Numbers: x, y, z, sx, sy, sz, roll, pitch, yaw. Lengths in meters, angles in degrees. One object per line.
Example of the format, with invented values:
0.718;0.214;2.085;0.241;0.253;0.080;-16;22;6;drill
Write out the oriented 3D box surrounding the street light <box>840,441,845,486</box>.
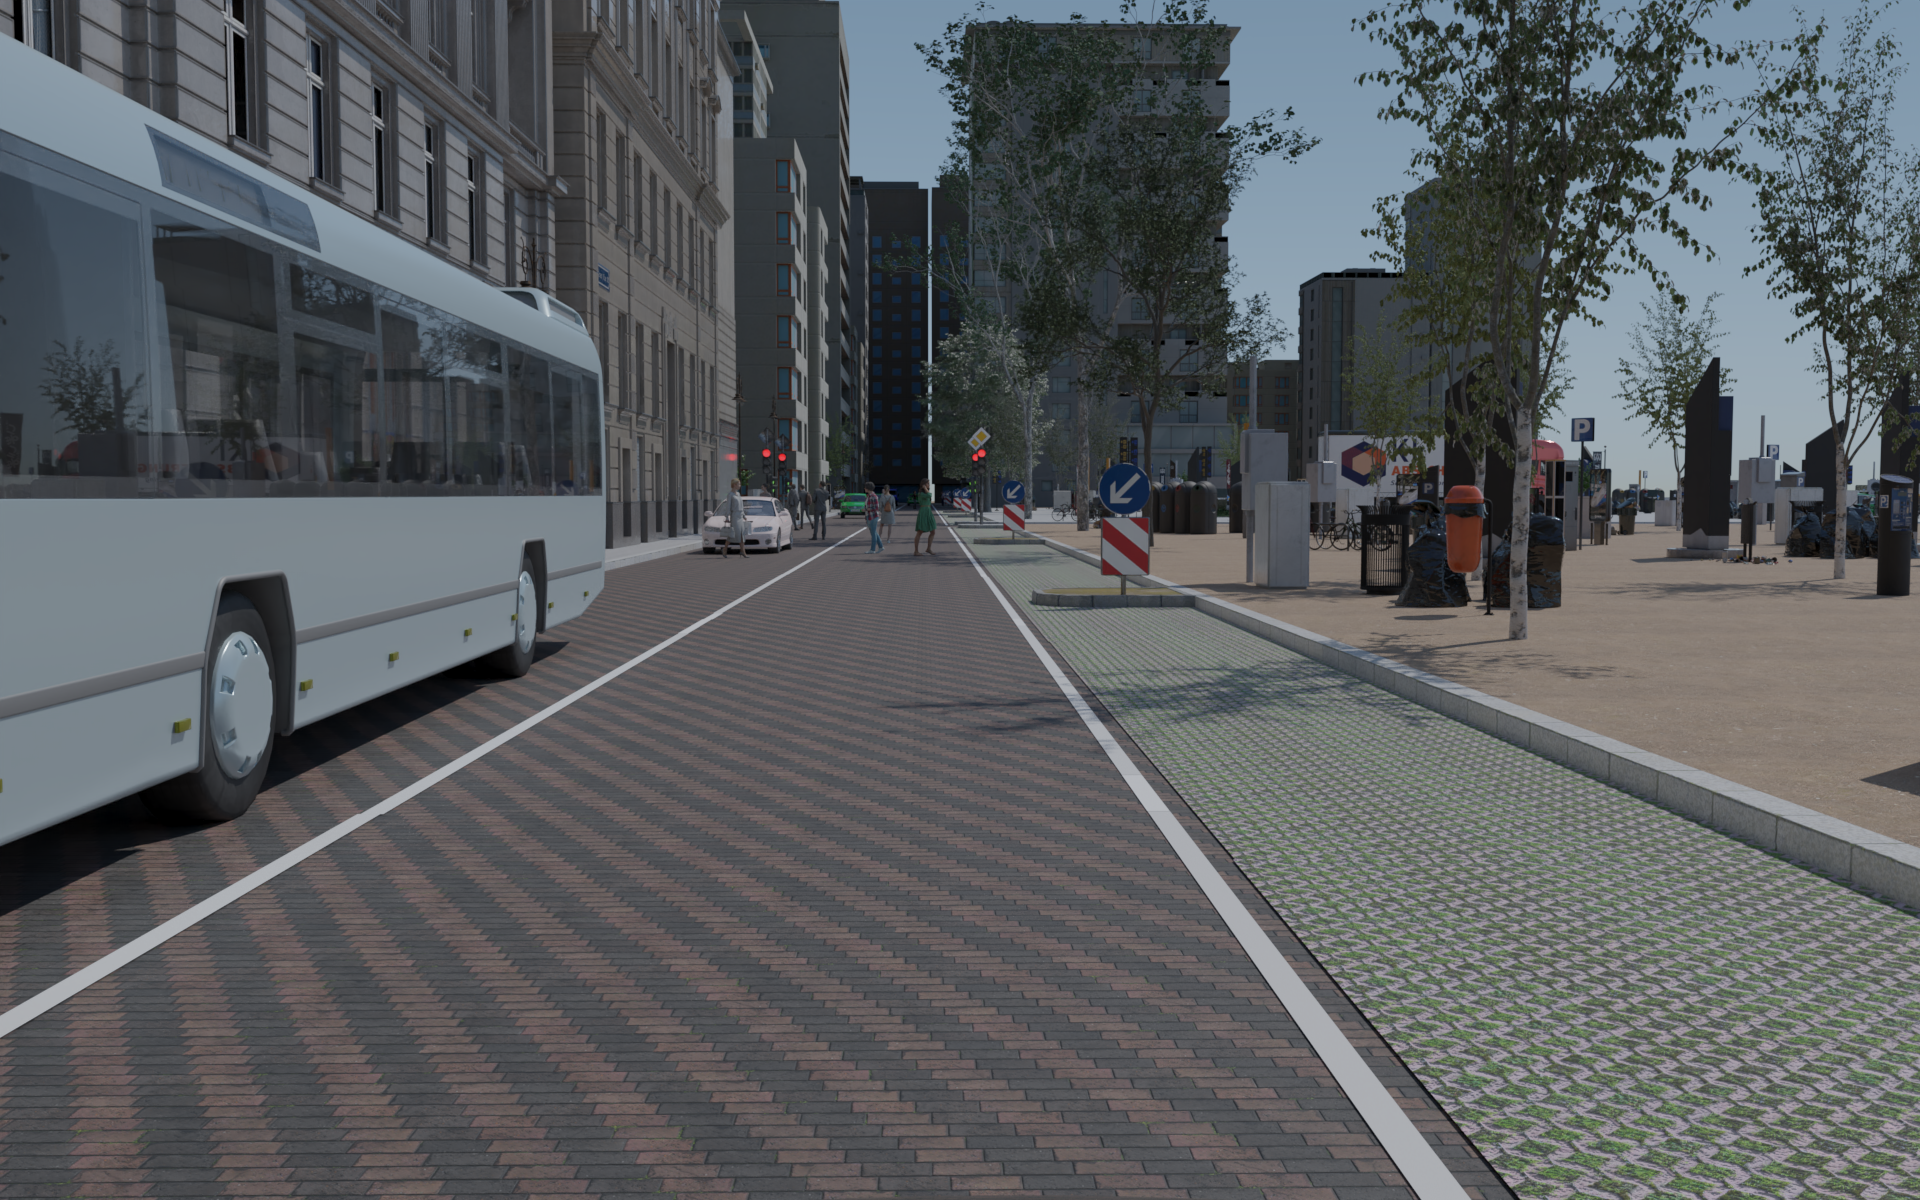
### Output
-10.035;-10.763;148.762;0.468;5.910;1.993;0;4;-1;street light

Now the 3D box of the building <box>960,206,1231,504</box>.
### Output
16.248;-32.243;219.055;32.217;40.220;23.993;0;4;-1;building

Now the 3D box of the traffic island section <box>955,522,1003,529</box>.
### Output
0.919;-3.080;72.637;2.009;0.180;2.903;0;4;-1;traffic island section

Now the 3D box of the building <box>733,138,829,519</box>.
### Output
-22.142;-15.504;98.537;27.650;21.520;28.899;0;4;-1;building

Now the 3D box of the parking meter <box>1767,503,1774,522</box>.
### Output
37.901;-4.604;80.981;0.255;1.863;0.399;3;5;40;parking meter

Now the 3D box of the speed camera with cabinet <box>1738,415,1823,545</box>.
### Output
20.762;-3.026;43.806;2.038;3.252;0.660;-1;4;-11;speed camera with cabinet

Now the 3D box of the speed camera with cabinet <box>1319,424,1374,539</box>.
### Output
10.888;-3.379;49.581;2.038;3.252;0.660;-2;4;-27;speed camera with cabinet

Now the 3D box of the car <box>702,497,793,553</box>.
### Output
-5.266;-1.893;43.307;2.083;1.381;4.827;0;4;1;car

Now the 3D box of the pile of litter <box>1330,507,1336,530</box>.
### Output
13.143;-2.838;60.367;1.719;0.858;1.176;2;4;28;pile of litter

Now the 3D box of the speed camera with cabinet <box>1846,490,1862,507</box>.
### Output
37.028;-4.852;73.659;2.038;3.252;0.660;0;4;1;speed camera with cabinet

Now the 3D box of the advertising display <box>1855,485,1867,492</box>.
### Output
63.455;-7.132;121.819;0.974;1.923;0.123;0;4;-2;advertising display

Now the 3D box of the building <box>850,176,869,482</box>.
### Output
-18.868;-33.052;224.000;14.086;41.232;14.154;0;4;-1;building

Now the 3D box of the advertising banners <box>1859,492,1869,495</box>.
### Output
49.778;-5.971;93.812;2.074;3.025;0.090;1;4;18;advertising banners

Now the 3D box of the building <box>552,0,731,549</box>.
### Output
-13.935;-15.401;49.067;12.463;27.353;25.104;0;4;-1;building

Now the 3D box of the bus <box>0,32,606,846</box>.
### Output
-4.489;-0.945;10.318;2.948;3.499;13.247;0;4;-2;bus

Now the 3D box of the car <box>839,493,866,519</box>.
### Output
-6.211;-5.757;102.921;1.959;1.807;4.718;0;4;-3;car

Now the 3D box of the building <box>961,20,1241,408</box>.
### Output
14.700;-36.924;192.939;28.713;52.752;27.495;0;4;-1;building

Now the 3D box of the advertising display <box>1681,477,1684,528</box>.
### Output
27.631;-3.671;65.231;0.974;1.923;0.123;1;4;21;advertising display

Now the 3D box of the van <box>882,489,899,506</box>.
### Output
-8.279;-12.255;204.755;2.240;2.365;5.245;0;4;-1;van

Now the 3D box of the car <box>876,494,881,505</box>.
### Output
-7.694;-9.365;161.919;1.959;1.807;4.718;0;4;-1;car

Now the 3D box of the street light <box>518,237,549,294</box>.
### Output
-7.676;-3.583;31.364;0.468;5.910;1.993;0;4;-1;street light

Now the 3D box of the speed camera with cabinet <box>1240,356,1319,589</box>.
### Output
4.404;-1.828;24.217;0.660;3.252;2.038;0;4;-1;speed camera with cabinet

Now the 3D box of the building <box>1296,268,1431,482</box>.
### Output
52.306;-27.769;225.725;14.107;30.474;14.160;0;4;-1;building

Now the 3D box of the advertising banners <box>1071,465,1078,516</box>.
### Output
6.762;-6.408;100.966;0.090;3.025;2.074;1;4;12;advertising banners

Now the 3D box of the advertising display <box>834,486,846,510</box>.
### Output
-9.859;-8.362;141.940;0.974;1.923;0.123;0;4;3;advertising display

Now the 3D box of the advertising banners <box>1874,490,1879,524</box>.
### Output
32.538;-3.964;61.003;0.090;3.025;2.074;1;4;13;advertising banners

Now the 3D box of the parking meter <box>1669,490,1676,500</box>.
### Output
44.113;-6.043;107.222;0.372;1.533;0.369;0;3;0;parking meter

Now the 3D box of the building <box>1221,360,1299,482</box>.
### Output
52.123;-25.037;254.400;28.899;21.520;27.650;0;4;-1;building

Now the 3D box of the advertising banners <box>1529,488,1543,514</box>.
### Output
36.909;-7.142;112.962;2.074;3.025;0.090;0;4;-7;advertising banners

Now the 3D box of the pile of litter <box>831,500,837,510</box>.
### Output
-10.685;-7.952;143.984;1.176;0.858;1.719;2;4;32;pile of litter

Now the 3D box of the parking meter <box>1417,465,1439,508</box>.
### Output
9.413;-1.782;34.845;0.399;1.863;0.255;1;4;22;parking meter

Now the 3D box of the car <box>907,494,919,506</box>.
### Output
-5.545;-12.466;212.609;1.959;1.807;4.718;0;3;0;car

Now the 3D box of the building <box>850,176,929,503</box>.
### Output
-11.608;-36.482;246.597;14.200;45.320;14.600;0;4;-1;building

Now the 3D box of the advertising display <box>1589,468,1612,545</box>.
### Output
16.203;-2.363;43.853;0.123;1.923;0.974;0;4;-5;advertising display

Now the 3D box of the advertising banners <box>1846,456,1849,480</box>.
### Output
41.031;-5.224;81.606;0.090;3.025;2.074;-1;4;-16;advertising banners

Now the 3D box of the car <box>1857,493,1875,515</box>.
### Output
40.162;-4.280;78.767;4.718;1.807;1.959;0;4;-2;car

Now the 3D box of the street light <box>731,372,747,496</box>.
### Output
-8.351;-5.684;65.721;0.468;5.910;1.993;0;4;-1;street light

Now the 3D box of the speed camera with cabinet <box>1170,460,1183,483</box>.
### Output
13.433;-6.579;101.906;2.038;3.252;0.660;1;4;17;speed camera with cabinet

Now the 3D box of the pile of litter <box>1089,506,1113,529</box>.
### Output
5.462;-3.095;64.563;1.719;0.858;1.176;1;4;22;pile of litter

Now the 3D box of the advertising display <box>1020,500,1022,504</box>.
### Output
4.970;-8.338;141.542;0.123;1.923;0.974;0;4;-3;advertising display

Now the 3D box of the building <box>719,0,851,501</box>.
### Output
-21.601;-33.127;165.332;21.300;48.544;21.600;0;4;-1;building

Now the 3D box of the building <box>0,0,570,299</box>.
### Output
-14.180;-11.186;24.689;13.314;21.916;24.055;0;4;-1;building

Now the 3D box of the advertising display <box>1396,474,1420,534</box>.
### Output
14.353;-3.048;55.046;0.974;1.923;0.123;0;4;5;advertising display

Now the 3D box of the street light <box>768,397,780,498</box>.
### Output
-8.645;-6.597;80.646;0.468;5.910;1.993;0;4;-1;street light

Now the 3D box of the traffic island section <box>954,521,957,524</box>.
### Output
0.753;-3.568;80.620;2.009;0.180;2.903;0;4;-1;traffic island section

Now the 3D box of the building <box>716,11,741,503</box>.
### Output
-18.005;-13.293;66.484;18.267;20.994;9.793;0;4;-1;building

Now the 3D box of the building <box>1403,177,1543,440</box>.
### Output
66.441;-33.175;225.998;14.086;41.232;14.154;0;4;-1;building

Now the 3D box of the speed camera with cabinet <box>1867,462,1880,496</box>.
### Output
54.935;-6.797;105.471;2.038;3.252;0.660;1;4;13;speed camera with cabinet

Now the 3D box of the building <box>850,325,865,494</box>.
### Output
-24.897;-21.178;191.297;27.650;21.520;28.899;0;4;-1;building

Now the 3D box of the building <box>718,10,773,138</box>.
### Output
-27.891;-27.124;135.357;32.217;40.220;23.993;0;4;-1;building

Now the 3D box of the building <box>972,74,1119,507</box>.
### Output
8.156;-29.896;172.400;14.154;41.232;14.086;0;4;-1;building

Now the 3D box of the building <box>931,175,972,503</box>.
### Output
3.074;-36.428;245.712;14.200;45.320;14.600;0;4;-1;building

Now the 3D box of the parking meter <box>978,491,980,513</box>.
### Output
1.410;-6.831;120.095;0.372;1.533;0.369;0;3;0;parking meter

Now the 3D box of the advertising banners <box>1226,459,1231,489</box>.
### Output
13.576;-5.462;85.498;0.090;3.025;2.074;-1;4;-16;advertising banners
